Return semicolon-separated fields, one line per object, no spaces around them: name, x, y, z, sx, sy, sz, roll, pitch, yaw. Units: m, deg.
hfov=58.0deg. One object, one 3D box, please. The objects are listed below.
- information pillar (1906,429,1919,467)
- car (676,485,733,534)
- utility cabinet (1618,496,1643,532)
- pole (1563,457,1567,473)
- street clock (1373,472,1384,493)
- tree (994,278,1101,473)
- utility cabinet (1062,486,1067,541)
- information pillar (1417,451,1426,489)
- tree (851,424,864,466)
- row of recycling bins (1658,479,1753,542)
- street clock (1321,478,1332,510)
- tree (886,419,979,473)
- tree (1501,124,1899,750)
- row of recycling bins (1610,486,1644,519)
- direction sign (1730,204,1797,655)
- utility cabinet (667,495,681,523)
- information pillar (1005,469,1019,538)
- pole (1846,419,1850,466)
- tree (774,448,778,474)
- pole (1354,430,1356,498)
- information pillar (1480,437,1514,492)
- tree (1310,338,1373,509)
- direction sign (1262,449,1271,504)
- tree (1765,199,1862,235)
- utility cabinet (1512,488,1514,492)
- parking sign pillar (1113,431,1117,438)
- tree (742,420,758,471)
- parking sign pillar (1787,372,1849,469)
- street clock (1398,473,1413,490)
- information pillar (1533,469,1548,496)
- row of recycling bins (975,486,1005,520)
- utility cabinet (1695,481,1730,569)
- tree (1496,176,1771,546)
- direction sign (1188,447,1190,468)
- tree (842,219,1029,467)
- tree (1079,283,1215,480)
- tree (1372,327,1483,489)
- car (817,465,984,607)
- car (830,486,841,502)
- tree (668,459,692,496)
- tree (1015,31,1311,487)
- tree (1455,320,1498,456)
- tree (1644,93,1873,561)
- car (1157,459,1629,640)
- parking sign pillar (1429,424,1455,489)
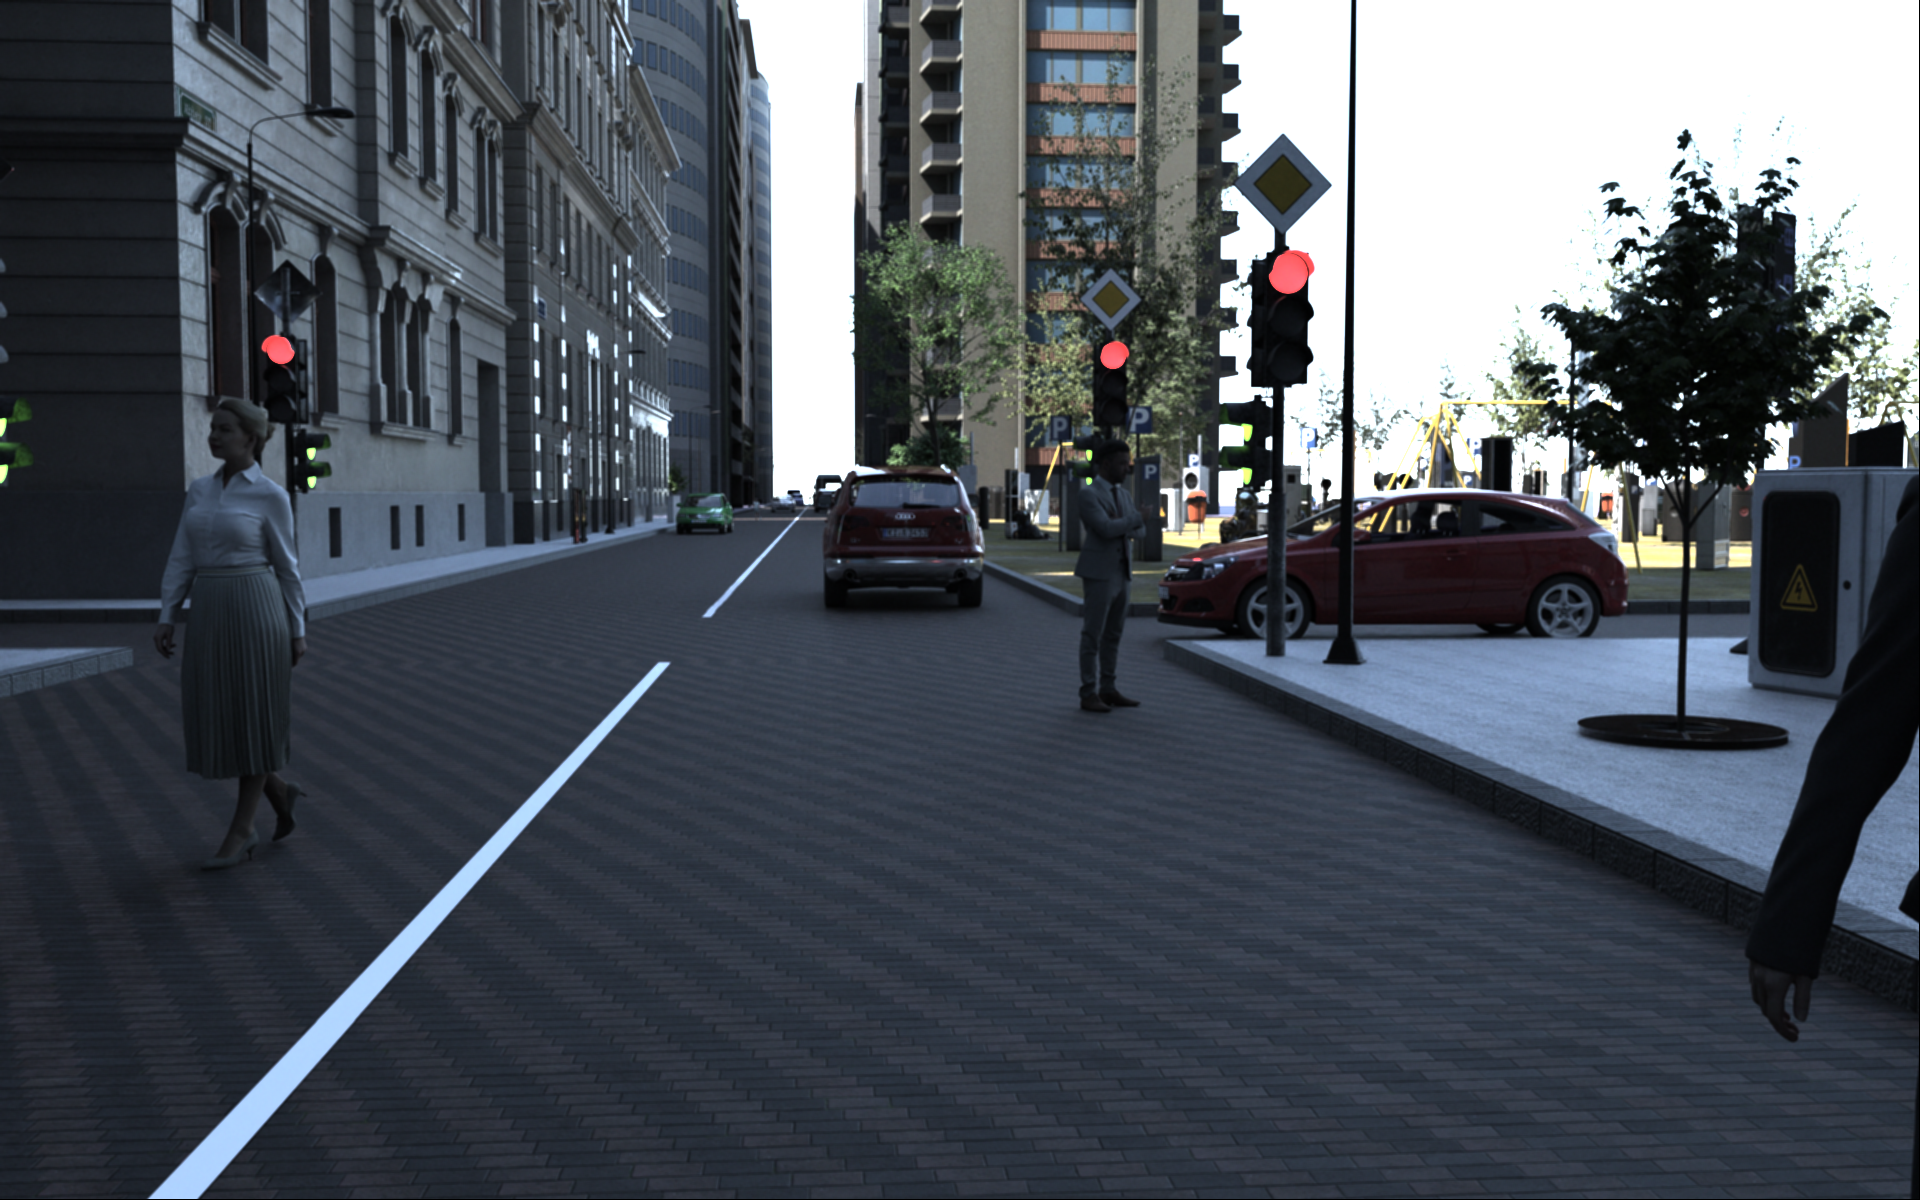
information pillar;34.140;-4.324;62.058;0.504;3.616;0.183;0;4;-8
car;-9.324;-3.339;63.391;1.959;1.807;4.718;0;4;-3
utility cabinet;22.957;-2.927;59.024;1.020;1.237;0.306;-1;4;-14
pole;33.440;-6.235;95.778;0.158;3.312;0.155;0;3;0
street clock;13.987;-3.260;57.875;0.358;2.002;0.471;3;4;36
tree;3.516;-6.587;58.056;4.737;8.622;4.395;0;3;0
utility cabinet;3.308;-2.301;46.295;1.173;1.500;0.318;1;4;15
information pillar;25.295;-6.342;95.038;0.504;3.616;0.183;0;4;5
tree;-9.335;-14.059;180.231;4.360;8.622;3.978;0;3;0
row of recycling bins;20.531;-2.422;46.709;3.534;1.692;1.069;-1;4;-15
street clock;16.790;-4.575;79.371;0.471;2.002;0.358;3;5;44
tree;-0.897;-5.595;75.191;4.285;4.588;4.351;0;3;0
tree;3.842;-0.894;9.223;1.663;3.219;1.824;0;3;0
row of recycling bins;34.764;-4.930;87.717;3.534;1.692;1.069;2;4;32
direction sign;6.418;-1.338;13.869;0.876;3.537;0.379;-3;4;-38
utility cabinet;-12.689;-4.013;76.770;0.306;1.237;1.020;1;4;10
information pillar;1.530;-2.851;51.099;0.304;2.012;0.304;-2;4;-31
pole;23.934;-3.242;46.846;0.158;3.312;0.155;0;3;0
tree;-28.508;-18.640;255.121;4.360;8.622;3.978;0;3;0
pole;12.576;-3.772;55.523;0.158;3.312;0.155;0;3;0
information pillar;6.903;-1.090;22.314;0.304;2.012;0.304;-1;4;-9
tree;17.041;-8.043;81.861;4.360;8.622;3.978;0;3;0
direction sign;15.298;-5.832;87.353;0.379;3.537;0.876;-3;5;-45
tree;20.564;-5.637;42.524;4.737;8.622;4.395;0;3;0
utility cabinet;20.781;-3.570;67.054;1.173;1.500;0.318;0;4;7
parking sign pillar;6.141;-5.204;73.553;1.447;3.967;1.447;-3;4;-37
tree;-22.069;-13.481;170.775;4.360;8.622;3.978;0;3;0
parking sign pillar;18.900;-3.042;38.205;1.447;3.967;1.447;-1;4;-21
street clock;15.161;-3.331;59.026;0.471;2.002;0.358;0;4;-3
information pillar;17.257;-2.876;51.517;0.304;2.012;0.304;-3;4;-38
row of recycling bins;1.810;-4.981;88.558;1.069;1.692;3.534;-2;4;-27
utility cabinet;12.846;-1.274;29.509;0.318;1.500;1.173;2;4;35
tree;15.901;-5.555;41.188;4.737;8.622;4.395;0;3;0
direction sign;10.966;-5.572;83.104;0.379;3.537;0.876;0;4;3
tree;-0.968;-8.607;66.473;9.928;11.665;9.643;0;3;0
tree;10.160;-10.731;93.581;7.486;12.596;7.792;0;3;0
tree;21.266;-7.732;76.780;4.360;8.622;3.978;0;3;0
car;-0.819;-0.910;23.560;2.281;1.827;5.304;0;4;-3
car;-5.129;-4.502;82.283;2.281;1.827;5.304;0;4;-5
tree;-15.549;-6.141;95.007;1.663;3.219;1.824;0;3;0
tree;2.793;-4.794;28.739;4.360;8.622;3.978;0;3;0
tree;20.833;-6.881;62.865;4.737;8.622;4.395;0;3;0
tree;14.876;-5.050;32.931;4.360;8.622;3.978;0;3;0
car;4.172;-0.484;16.950;4.494;1.783;2.155;0;4;-3
parking sign pillar;18.584;-4.787;66.735;1.447;3.967;1.447;3;5;44
